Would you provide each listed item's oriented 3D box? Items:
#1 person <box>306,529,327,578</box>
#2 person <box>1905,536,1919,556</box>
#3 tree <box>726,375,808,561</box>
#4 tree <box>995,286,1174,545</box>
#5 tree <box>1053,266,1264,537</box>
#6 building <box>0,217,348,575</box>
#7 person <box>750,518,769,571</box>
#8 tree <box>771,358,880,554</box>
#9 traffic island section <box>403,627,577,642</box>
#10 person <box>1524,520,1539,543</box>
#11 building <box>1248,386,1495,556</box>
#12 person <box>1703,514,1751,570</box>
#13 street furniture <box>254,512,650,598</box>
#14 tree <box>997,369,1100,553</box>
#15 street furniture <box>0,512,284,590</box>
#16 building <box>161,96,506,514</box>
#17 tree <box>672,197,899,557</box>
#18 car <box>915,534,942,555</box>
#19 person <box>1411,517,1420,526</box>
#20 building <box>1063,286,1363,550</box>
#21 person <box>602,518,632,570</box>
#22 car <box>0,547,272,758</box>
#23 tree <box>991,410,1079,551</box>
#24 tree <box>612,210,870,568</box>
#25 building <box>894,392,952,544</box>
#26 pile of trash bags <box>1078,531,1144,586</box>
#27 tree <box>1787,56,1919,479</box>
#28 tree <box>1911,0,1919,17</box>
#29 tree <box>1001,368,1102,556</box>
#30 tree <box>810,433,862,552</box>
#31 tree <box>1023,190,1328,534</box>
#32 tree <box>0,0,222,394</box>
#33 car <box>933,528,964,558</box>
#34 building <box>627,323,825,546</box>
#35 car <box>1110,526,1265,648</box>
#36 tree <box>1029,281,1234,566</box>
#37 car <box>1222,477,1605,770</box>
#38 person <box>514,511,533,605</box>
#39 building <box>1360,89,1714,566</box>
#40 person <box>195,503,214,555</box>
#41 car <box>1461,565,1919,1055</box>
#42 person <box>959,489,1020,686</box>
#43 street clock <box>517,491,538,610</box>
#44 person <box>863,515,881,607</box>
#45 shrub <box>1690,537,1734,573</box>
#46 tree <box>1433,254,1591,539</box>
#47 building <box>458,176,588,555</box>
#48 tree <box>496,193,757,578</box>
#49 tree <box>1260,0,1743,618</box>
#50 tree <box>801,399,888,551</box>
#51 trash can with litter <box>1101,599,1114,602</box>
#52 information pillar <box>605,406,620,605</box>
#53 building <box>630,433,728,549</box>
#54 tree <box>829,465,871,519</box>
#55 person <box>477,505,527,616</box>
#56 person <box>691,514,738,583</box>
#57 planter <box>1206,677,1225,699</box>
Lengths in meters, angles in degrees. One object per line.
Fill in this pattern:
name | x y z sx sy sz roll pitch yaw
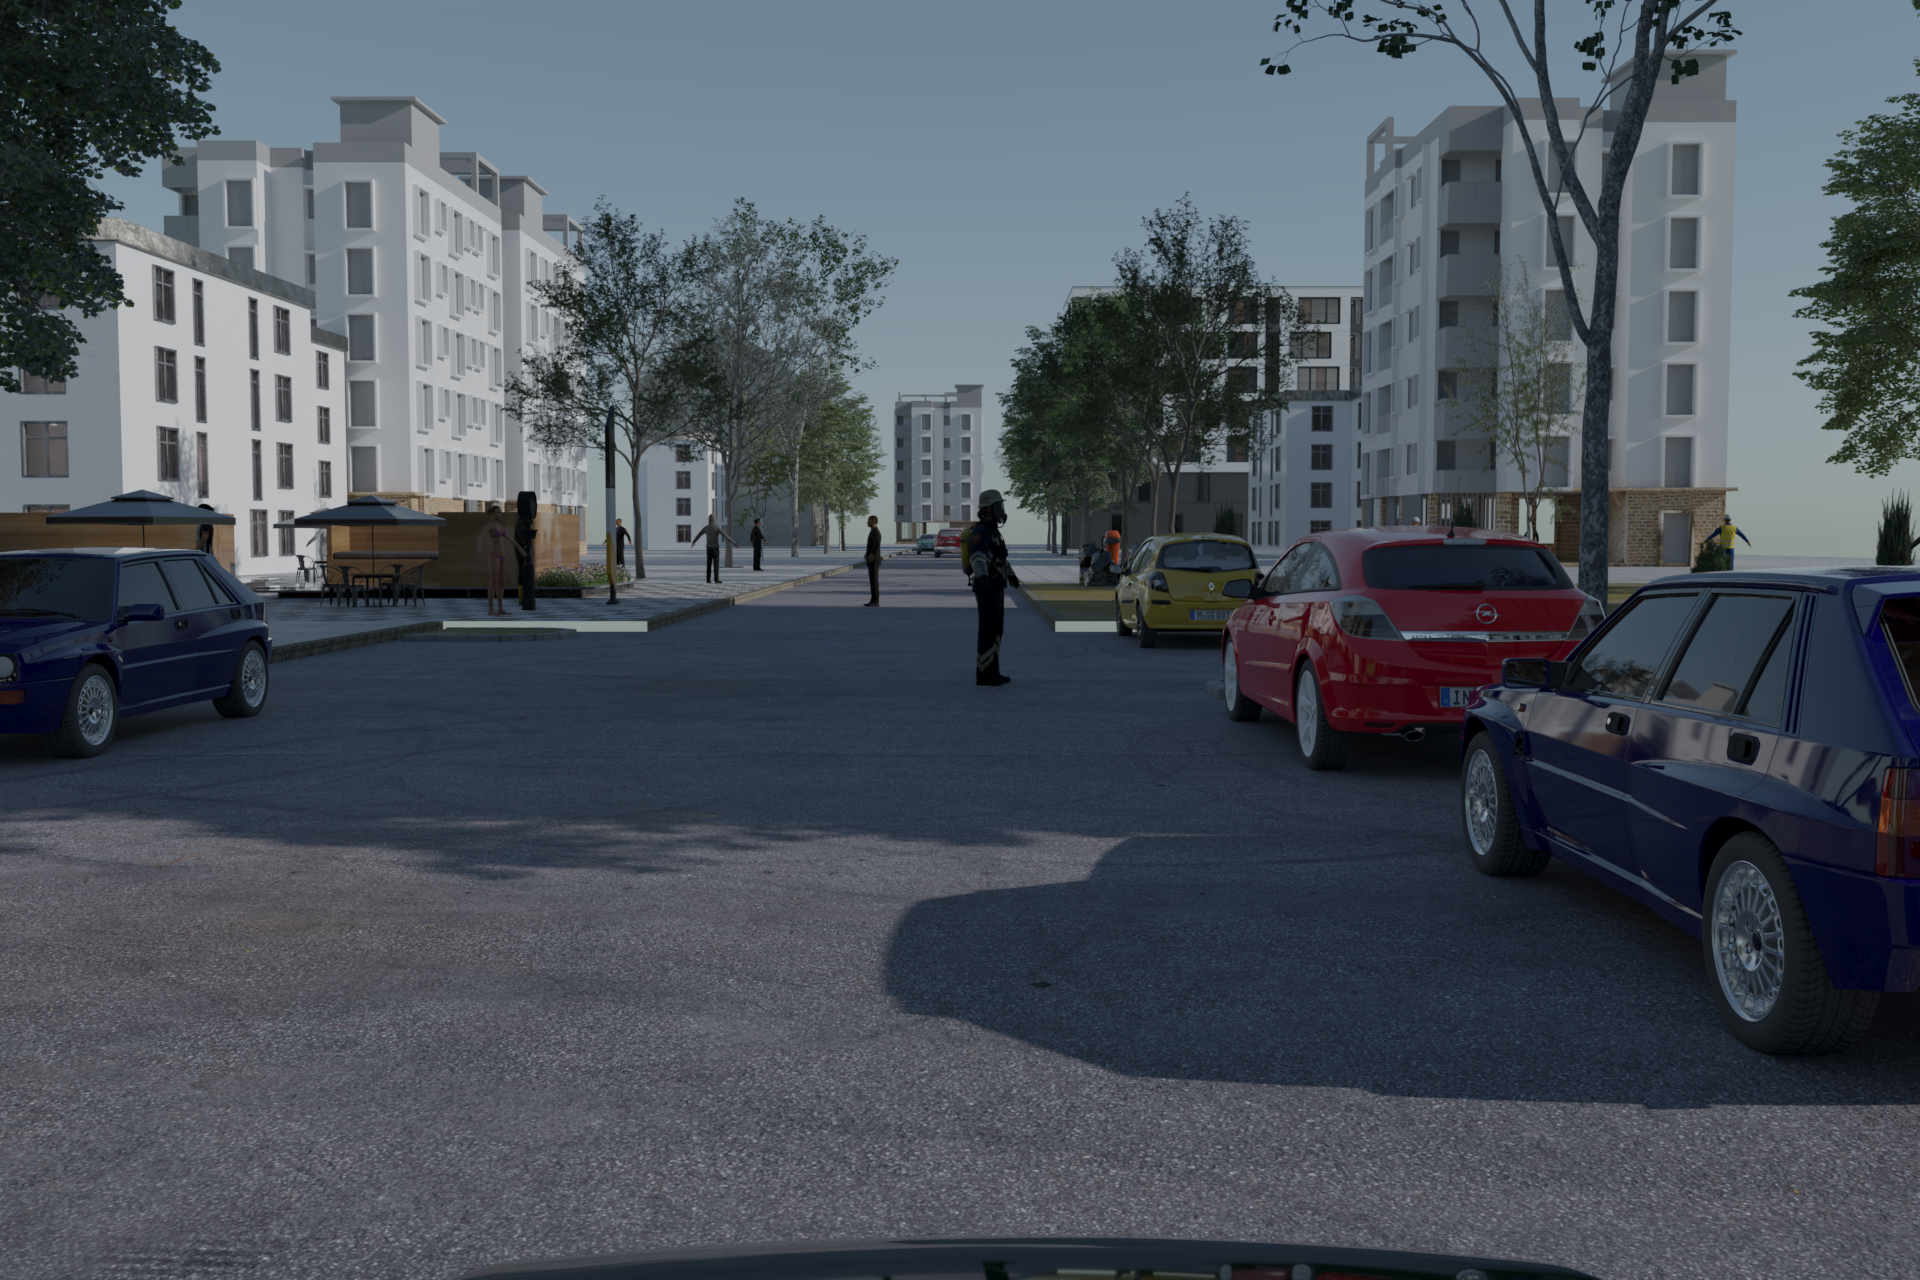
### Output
person | -18.494 -2.704 50.402 0.705 1.806 1.347 1 4 19
person | 16.806 -1.416 29.426 1.348 1.796 0.705 3 4 36
tree | -9.250 -7.995 81.082 4.737 8.622 4.395 0 3 0
tree | 6.652 -11.272 90.957 9.857 13.997 8.962 0 3 0
tree | 6.683 -7.510 57.208 7.601 10.594 8.767 -2 4 -23
building | -26.844 -7.213 60.080 9.099 9.664 28.070 0 4 0
person | -7.019 -3.319 60.193 0.705 1.837 1.347 -2 4 -31
tree | -9.006 -11.813 111.274 7.486 12.596 7.792 0 3 0
traffic island section | -6.431 -0.073 24.061 1.991 0.108 1.994 0 4 1
person | 20.807 -3.490 63.245 1.347 1.806 0.705 -3 5 -41
building | 23.464 -9.721 101.084 9.099 9.664 28.070 0 4 0
person | 21.109 -2.552 47.691 1.349 1.833 0.705 0 4 7
street furniture | -9.677 -1.908 38.057 9.812 1.723 11.010 0 4 -1
tree | 6.194 -12.032 114.855 7.486 12.596 7.792 0 3 0
street furniture | -19.854 -1.842 36.972 9.812 1.723 11.010 -1 4 -10
building | -28.441 -13.453 76.381 16.016 20.090 11.380 0 4 -1
tree | -9.981 -14.793 97.747 12.611 20.169 13.585 0 3 0
car | -2.122 -6.757 122.277 2.131 1.459 4.920 0 3 0
person | 12.963 -2.644 49.688 0.721 1.772 1.216 -1 4 -14
building | 23.238 -19.286 159.304 27.936 21.610 32.646 0 3 0
person | -11.347 -3.140 57.571 1.346 1.802 0.704 3 4 36
car | -6.390 0.018 12.292 1.945 1.354 3.894 0 3 0
tree | 6.821 -13.454 130.348 12.009 13.543 11.850 0 3 0
tree | -8.663 -9.485 65.442 12.009 13.543 11.850 0 3 0
building | -7.985 -22.219 222.149 11.380 20.090 16.016 0 4 -7
pile of trash bags | 3.942 -2.095 44.012 1.912 1.369 3.447 0 4 1
tree | 22.437 -7.380 38.793 7.486 12.596 7.792 0 3 0
tree | 8.369 -5.552 8.900 7.486 12.596 7.792 0 3 0
tree | 6.210 -10.851 103.176 9.928 11.665 9.643 0 3 0
tree | -8.676 -10.504 122.096 4.737 8.622 4.395 0 3 0
tree | 5.796 -6.951 48.057 8.767 10.594 7.601 1 4 9
tree | -12.288 -6.805 17.915 9.857 13.997 8.962 0 3 0
car | -0.525 -5.938 105.759 2.281 1.827 5.304 0 4 0
building | -24.576 -21.828 187.820 19.493 23.208 18.063 0 4 0
car | 3.071 -0.796 23.235 2.015 1.641 3.980 0 4 -1
tree | 6.801 -8.784 69.381 9.928 11.665 9.643 0 3 0
car | 2.972 -0.182 12.009 2.155 1.783 4.494 0 4 -1
person | -7.910 -1.553 31.523 0.704 1.812 1.346 -1 4 -15
building | 23.983 -13.675 80.007 16.016 20.090 11.380 0 4 0
person | -13.368 -1.495 30.594 0.704 1.843 1.345 -1 4 -20
car | 3.038 0.396 6.108 1.945 1.354 3.894 0 3 0
person | 0.315 -0.504 16.481 0.705 1.856 1.354 1 4 14
street clock | -7.270 -1.503 29.143 0.358 2.002 0.471 0 4 1
person | -1.743 -1.568 34.312 0.704 1.802 1.346 0 4 -8
shrub | 17.256 -1.752 39.755 1.383 1.207 1.383 0 3 0
tree | 15.033 -5.790 45.034 4.360 8.622 3.978 0 3 0
building | -27.883 -14.462 92.879 16.016 20.090 11.380 0 4 1
tree | -9.337 -6.977 48.486 7.601 10.594 8.767 -2 4 -28
tree | 9.279 -10.392 25.797 12.611 20.169 13.585 0 3 0
tree | -9.037 -12.609 131.909 9.928 11.665 9.643 0 3 0
trash can with litter | 3.519 -1.286 32.091 1.678 1.210 2.233 0 4 -1
information pillar | -6.345 -2.454 31.477 0.183 3.616 0.504 0 4 1
building | -25.436 -13.191 157.818 9.099 9.664 28.070 0 4 0
tree | -14.785 -17.518 220.837 7.601 10.594 8.767 0 4 1
person | -7.239 -1.254 27.301 0.721 1.733 1.217 1 4 21
person | -6.453 -2.396 45.299 1.348 1.813 0.705 1 4 18
planter | 3.252 0.342 15.552 1.991 0.319 1.994 0 4 0
